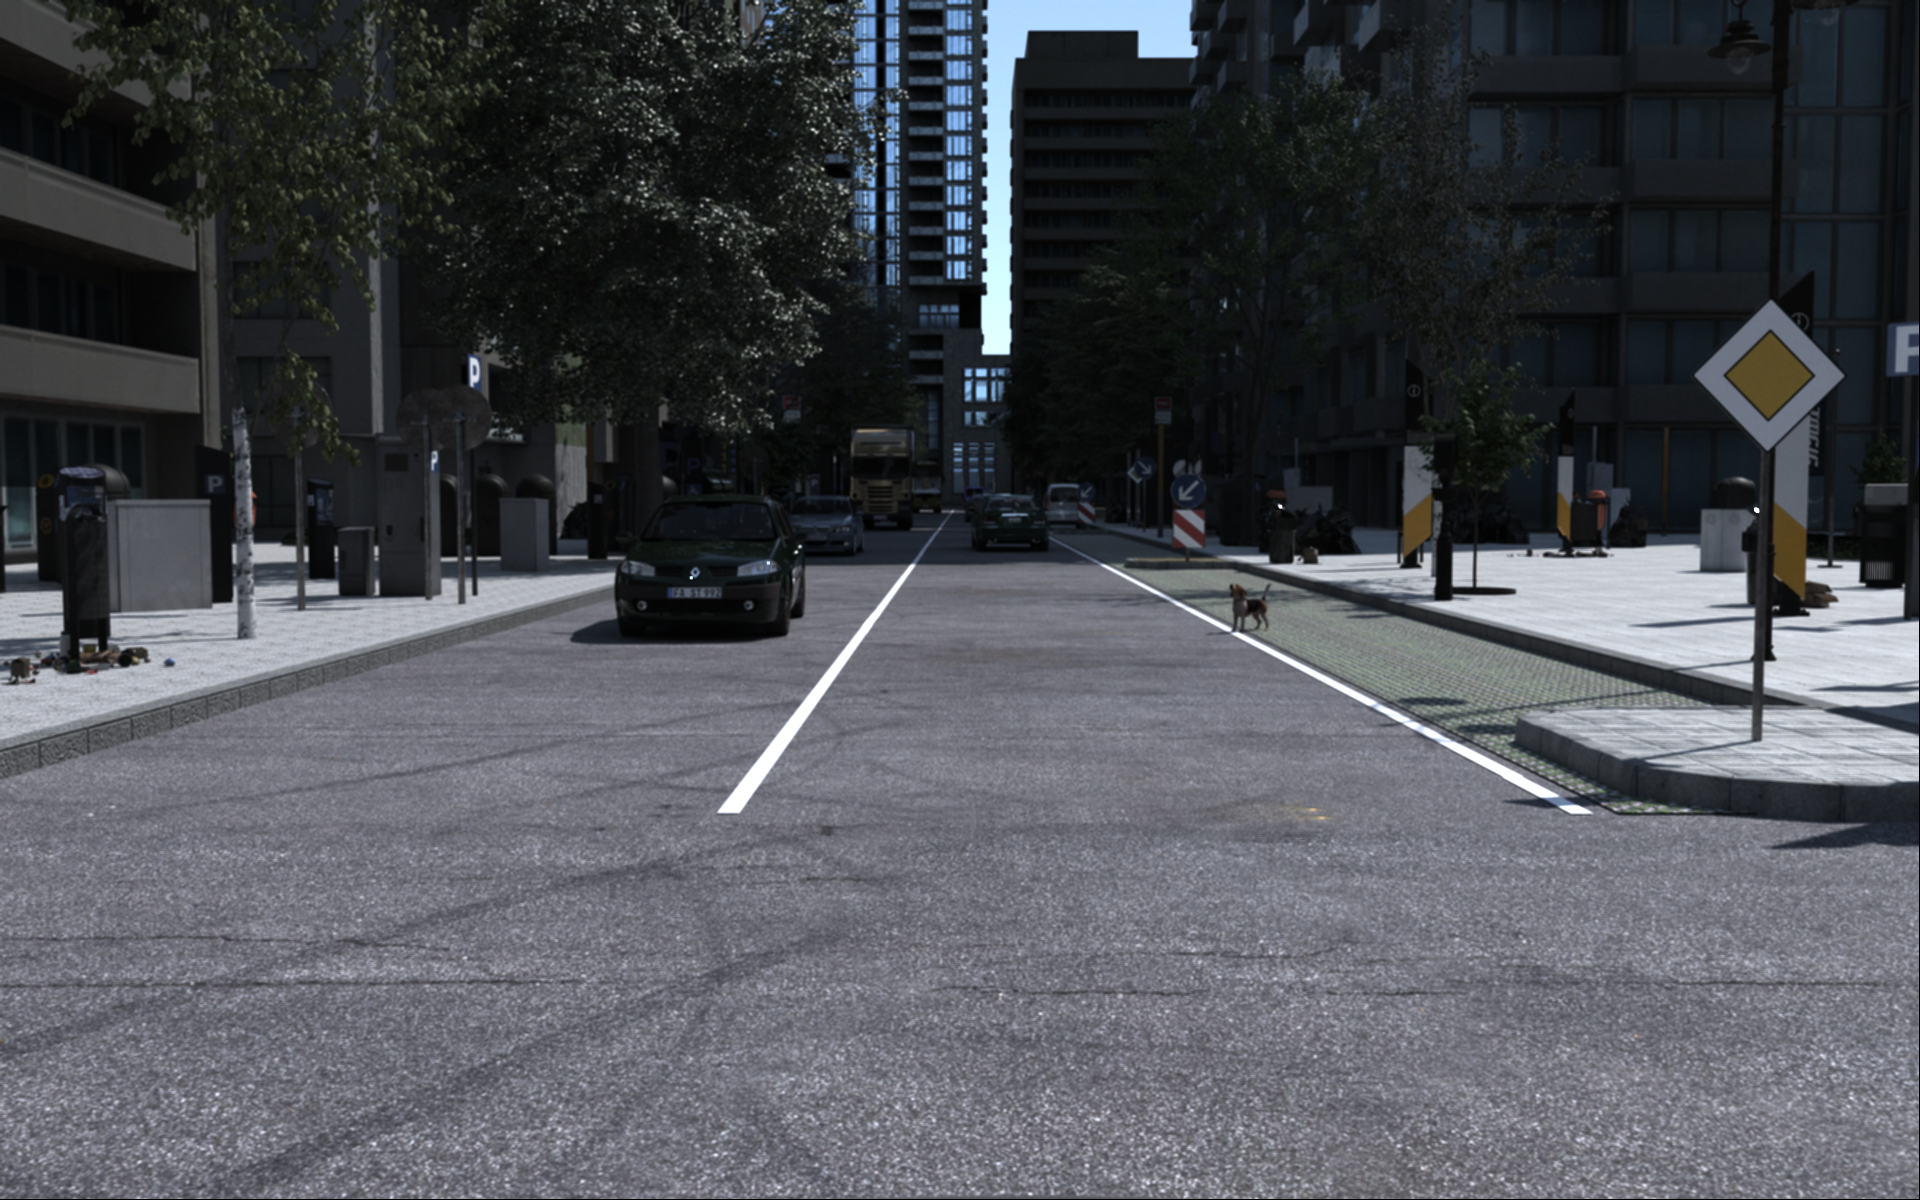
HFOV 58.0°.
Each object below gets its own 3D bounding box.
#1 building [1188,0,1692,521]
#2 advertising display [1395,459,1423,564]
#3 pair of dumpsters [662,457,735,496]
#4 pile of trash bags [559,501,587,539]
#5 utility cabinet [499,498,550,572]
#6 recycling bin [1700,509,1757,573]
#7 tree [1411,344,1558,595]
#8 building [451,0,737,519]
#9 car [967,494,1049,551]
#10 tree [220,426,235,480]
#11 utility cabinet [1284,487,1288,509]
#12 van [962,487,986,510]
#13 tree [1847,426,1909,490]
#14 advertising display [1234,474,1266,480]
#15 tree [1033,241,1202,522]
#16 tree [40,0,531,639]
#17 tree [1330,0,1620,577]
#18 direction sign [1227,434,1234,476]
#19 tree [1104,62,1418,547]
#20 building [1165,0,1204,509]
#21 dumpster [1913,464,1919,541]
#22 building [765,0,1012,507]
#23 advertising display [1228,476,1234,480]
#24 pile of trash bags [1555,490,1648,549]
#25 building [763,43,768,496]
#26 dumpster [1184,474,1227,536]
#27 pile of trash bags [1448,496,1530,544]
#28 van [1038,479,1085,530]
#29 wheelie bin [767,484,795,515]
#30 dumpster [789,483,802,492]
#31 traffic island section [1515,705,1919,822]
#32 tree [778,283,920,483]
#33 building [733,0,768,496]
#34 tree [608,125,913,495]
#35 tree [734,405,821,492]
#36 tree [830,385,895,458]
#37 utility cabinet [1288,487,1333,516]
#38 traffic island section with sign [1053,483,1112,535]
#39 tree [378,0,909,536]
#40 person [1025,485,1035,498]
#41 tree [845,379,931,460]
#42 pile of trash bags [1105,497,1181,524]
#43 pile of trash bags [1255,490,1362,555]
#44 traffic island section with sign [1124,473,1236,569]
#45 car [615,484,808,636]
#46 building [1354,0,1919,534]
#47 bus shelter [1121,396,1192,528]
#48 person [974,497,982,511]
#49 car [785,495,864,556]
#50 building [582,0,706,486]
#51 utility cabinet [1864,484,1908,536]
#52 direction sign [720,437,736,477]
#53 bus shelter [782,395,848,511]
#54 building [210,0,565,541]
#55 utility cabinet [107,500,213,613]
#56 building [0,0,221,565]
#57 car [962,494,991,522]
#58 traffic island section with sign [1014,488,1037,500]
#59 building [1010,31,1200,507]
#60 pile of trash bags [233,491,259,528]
[{"bbox_3d":[26.054,-29.709,105.345,23.786,49.044,30.456,0,4,0],"label":"building"},{"bbox_3d":[8.387,-1.650,32.187,0.123,1.923,0.974,3,5,43],"label":"advertising display"},{"bbox_3d":[-6.799,-2.562,44.377,1.574,2.255,4.437,0,4,0],"label":"pair of dumpsters"},{"bbox_3d":[-10.208,-2.496,50.564,1.912,1.369,3.447,1,4,14],"label":"pile of trash bags"},{"bbox_3d":[-7.232,-1.077,28.774,1.020,1.237,0.306,3,5,41],"label":"utility cabinet"},{"bbox_3d":[12.770,-0.990,28.736,0.722,1.027,0.722,3,5,43],"label":"recycling bin"},{"bbox_3d":[6.669,-1.709,22.543,1.663,3.219,1.824,0,3,0],"label":"tree"},{"bbox_3d":[-21.467,-25.786,105.197,14.154,41.232,14.086,0,4,0],"label":"building"},{"bbox_3d":[1.266,-2.013,44.709,2.131,1.459,4.920,0,4,-2],"label":"car"},{"bbox_3d":[-18.667,-2.951,42.853,1.663,3.219,1.824,0,3,0],"label":"tree"},{"bbox_3d":[10.986,-2.910,56.256,1.173,1.500,0.318,2,4,24],"label":"utility cabinet"},{"bbox_3d":[1.283,-9.273,156.005,2.240,2.365,5.245,0,3,0],"label":"van"},{"bbox_3d":[26.274,-3.370,49.694,1.663,3.219,1.824,0,3,0],"label":"tree"},{"bbox_3d":[9.610,-3.177,57.155,0.974,1.923,0.123,2,4,31],"label":"advertising display"},{"bbox_3d":[7.189,-9.792,78.227,7.486,12.596,7.792,0,3,0],"label":"tree"},{"bbox_3d":[-6.100,-3.964,15.169,4.737,8.622,4.395,0,3,0],"label":"tree"},{"bbox_3d":[7.422,-4.646,26.324,4.360,8.622,3.978,0,3,0],"label":"tree"},{"bbox_3d":[10.212,-4.493,65.464,0.379,3.537,0.876,0,4,-6],"label":"direction sign"},{"bbox_3d":[7.223,-7.117,42.114,9.928,11.665,9.643,0,3,0],"label":"tree"},{"bbox_3d":[26.598,-50.287,134.870,22.319,86.520,31.000,0,4,0],"label":"building"},{"bbox_3d":[6.722,-0.454,9.923,1.502,2.255,1.985,0,4,0],"label":"dumpster"},{"bbox_3d":[-10.201,-53.296,184.067,31.000,86.520,22.319,0,4,0],"label":"building"},{"bbox_3d":[10.025,-3.459,61.768,0.974,1.923,0.123,1,4,10],"label":"advertising display"},{"bbox_3d":[15.550,-1.958,41.763,1.912,1.369,3.447,2,4,26],"label":"pile of trash bags"},{"bbox_3d":[-29.097,-29.719,140.527,28.867,44.769,22.147,0,4,0],"label":"building"},{"bbox_3d":[7.351,-2.809,51.681,1.264,1.857,1.865,0,3,0],"label":"dumpster"},{"bbox_3d":[14.316,-2.154,44.972,3.447,1.369,1.912,1,4,12],"label":"pile of trash bags"},{"bbox_3d":[4.124,-3.802,69.171,2.013,2.044,4.112,0,4,1],"label":"van"},{"bbox_3d":[-5.613,-2.823,54.066,0.980,1.594,0.693,-1,4,-18],"label":"wheelie bin"},{"bbox_3d":[-7.642,-4.584,80.700,1.264,1.857,1.865,0,4,0],"label":"dumpster"},{"bbox_3d":[4.164,0.811,9.020,2.009,0.180,2.903,0,4,0],"label":"traffic island section"},{"bbox_3d":[-5.930,-10.716,93.334,7.486,12.596,7.792,0,3,0],"label":"tree"},{"bbox_3d":[-21.057,-28.699,119.335,14.600,45.320,14.200,0,4,0],"label":"building"},{"bbox_3d":[-6.433,-8.868,55.355,12.009,13.543,11.850,0,3,0],"label":"tree"},{"bbox_3d":[-6.786,-4.912,64.023,4.285,4.588,4.351,0,3,0],"label":"tree"},{"bbox_3d":[-6.409,-9.798,110.558,4.360,8.622,3.978,0,3,0],"label":"tree"},{"bbox_3d":[10.377,-2.594,51.093,1.173,1.500,0.318,1,4,15],"label":"utility cabinet"},{"bbox_3d":[4.333,-3.242,61.639,1.989,1.847,2.006,0,4,0],"label":"traffic island section with sign"},{"bbox_3d":[-5.794,-7.658,31.869,9.857,13.997,8.962,0,3,0],"label":"tree"},{"bbox_3d":[2.370,-3.150,60.757,0.760,1.731,0.466,2,4,35],"label":"person"},{"bbox_3d":[-6.435,-13.869,152.518,9.928,11.665,9.643,0,3,0],"label":"tree"},{"bbox_3d":[8.065,-4.048,75.942,3.447,1.369,1.912,1,4,9],"label":"pile of trash bags"},{"bbox_3d":[7.404,-1.731,38.060,1.912,1.369,3.447,-1,4,-10],"label":"pile of trash bags"},{"bbox_3d":[4.235,-1.531,33.666,1.989,1.847,2.006,0,4,0],"label":"traffic island section with sign"},{"bbox_3d":[-2.621,-0.548,18.750,2.009,1.686,4.222,0,4,-2],"label":"car"},{"bbox_3d":[25.774,-27.432,68.115,23.786,49.044,30.456,0,4,0],"label":"building"},{"bbox_3d":[7.630,-5.581,68.876,2.179,5.291,8.768,0,4,0],"label":"bus shelter"},{"bbox_3d":[0.829,-3.592,71.508,0.475,1.303,0.640,-1,4,-12],"label":"person"},{"bbox_3d":[-3.258,-1.799,41.408,2.014,1.417,4.499,0,4,1],"label":"car"},{"bbox_3d":[-21.488,-19.537,91.127,14.160,30.474,14.107,0,4,0],"label":"building"},{"bbox_3d":[20.508,-1.793,37.999,1.173,1.500,0.318,3,4,38],"label":"utility cabinet"},{"bbox_3d":[-9.288,-4.738,69.464,0.876,3.537,0.379,3,5,40],"label":"direction sign"},{"bbox_3d":[-6.109,-5.838,73.083,2.179,5.291,8.768,0,4,0],"label":"bus shelter"},{"bbox_3d":[-19.842,-22.538,52.094,14.154,41.232,14.086,0,4,0],"label":"building"},{"bbox_3d":[-8.828,-0.486,19.109,0.306,1.237,1.020,3,5,43],"label":"utility cabinet"},{"bbox_3d":[-26.850,-24.611,26.097,21.300,48.544,21.600,0,4,0],"label":"building"},{"bbox_3d":[1.189,-4.740,89.290,2.131,1.459,4.920,0,4,-1],"label":"car"},{"bbox_3d":[4.483,-6.297,111.576,1.989,1.847,2.006,0,4,0],"label":"traffic island section with sign"},{"bbox_3d":[16.101,-34.375,185.731,21.600,48.544,21.300,0,4,0],"label":"building"},{"bbox_3d":[-18.097,-1.864,40.237,3.447,1.369,1.912,-3,4,-38],"label":"pile of trash bags"}]
